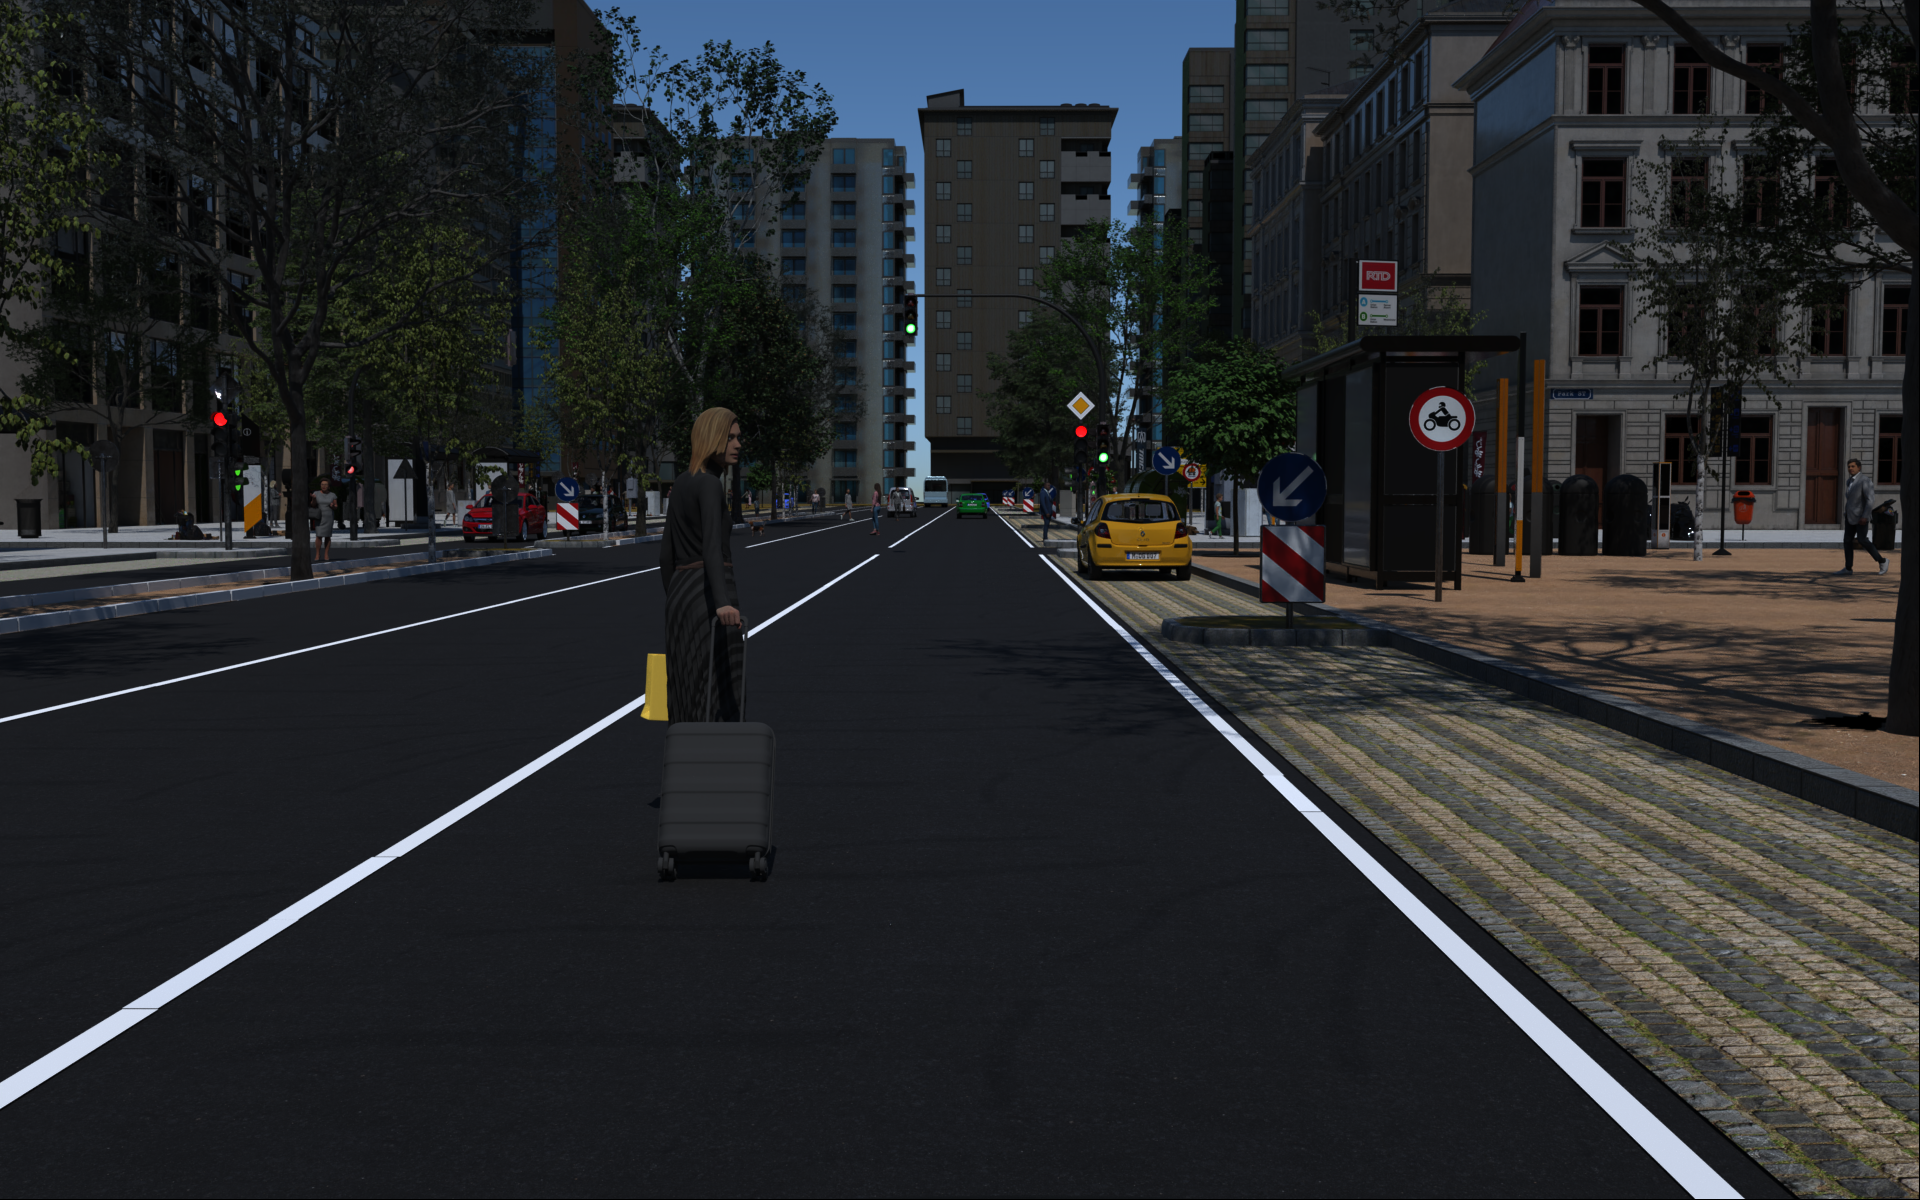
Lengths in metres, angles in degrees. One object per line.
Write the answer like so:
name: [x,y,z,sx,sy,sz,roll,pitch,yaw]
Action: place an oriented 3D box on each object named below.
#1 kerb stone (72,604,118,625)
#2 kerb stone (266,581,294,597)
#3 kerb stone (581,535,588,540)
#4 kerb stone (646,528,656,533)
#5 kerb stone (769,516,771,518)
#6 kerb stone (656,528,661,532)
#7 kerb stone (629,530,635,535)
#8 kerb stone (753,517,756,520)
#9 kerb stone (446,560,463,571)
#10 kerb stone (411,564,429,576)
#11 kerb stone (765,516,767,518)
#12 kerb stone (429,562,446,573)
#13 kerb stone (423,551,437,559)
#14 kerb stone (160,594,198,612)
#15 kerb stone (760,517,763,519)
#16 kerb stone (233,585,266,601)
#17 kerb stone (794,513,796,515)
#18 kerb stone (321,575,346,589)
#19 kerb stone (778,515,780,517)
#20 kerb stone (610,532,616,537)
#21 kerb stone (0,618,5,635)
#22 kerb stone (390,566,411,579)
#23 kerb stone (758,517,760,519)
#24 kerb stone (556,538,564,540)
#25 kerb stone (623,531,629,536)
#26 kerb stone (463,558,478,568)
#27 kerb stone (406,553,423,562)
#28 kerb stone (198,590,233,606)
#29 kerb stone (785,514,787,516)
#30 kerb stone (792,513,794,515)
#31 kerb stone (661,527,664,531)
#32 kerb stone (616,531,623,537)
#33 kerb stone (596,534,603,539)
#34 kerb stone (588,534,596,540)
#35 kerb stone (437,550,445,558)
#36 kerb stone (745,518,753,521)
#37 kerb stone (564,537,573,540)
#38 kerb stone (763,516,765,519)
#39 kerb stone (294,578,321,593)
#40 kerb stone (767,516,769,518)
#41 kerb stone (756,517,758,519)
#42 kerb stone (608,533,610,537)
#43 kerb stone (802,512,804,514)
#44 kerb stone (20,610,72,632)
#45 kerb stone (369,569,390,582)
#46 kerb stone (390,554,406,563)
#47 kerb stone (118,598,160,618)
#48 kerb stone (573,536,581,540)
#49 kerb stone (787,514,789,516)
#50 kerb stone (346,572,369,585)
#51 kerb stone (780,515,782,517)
kerb stone: [-9.799,0.172,19.462,0.120,0.150,1.000,0,4,1]
kerb stone: [-9.749,-0.145,24.592,0.120,0.150,1.000,0,4,1]
kerb stone: [-11.584,-1.870,52.823,0.120,0.150,1.000,0,4,1]
kerb stone: [-11.484,-2.564,64.121,0.120,0.150,1.000,0,4,1]
kerb stone: [-11.155,-4.759,100.011,0.120,0.150,1.000,0,4,1]
kerb stone: [-11.475,-2.626,65.147,0.120,0.150,1.000,0,4,1]
kerb stone: [-11.518,-2.312,60.011,0.120,0.150,1.000,0,4,1]
kerb stone: [-11.218,-4.320,92.832,0.120,0.150,1.000,0,4,1]
kerb stone: [-9.667,-0.649,32.806,0.120,0.150,1.000,0,4,1]
kerb stone: [-9.693,-0.522,30.756,0.120,0.150,1.000,0,4,1]
kerb stone: [-11.170,-4.628,97.965,0.120,0.150,1.000,0,4,1]
kerb stone: [-9.682,-0.586,31.778,0.120,0.150,1.000,0,4,1]
kerb stone: [-11.728,-0.964,37.951,0.120,0.150,1.000,0,4,1]
kerb stone: [-9.776,0.042,21.510,0.120,0.150,1.000,0,4,1]
kerb stone: [-11.189,-4.508,95.904,0.120,0.150,1.000,0,4,1]
kerb stone: [-9.751,-0.079,23.566,0.120,0.150,1.000,0,4,1]
kerb stone: [-11.024,-5.569,113.355,0.120,0.150,1.000,0,4,1]
kerb stone: [-9.727,-0.272,26.646,0.120,0.150,1.000,0,4,1]
kerb stone: [-11.117,-5.006,104.111,0.120,0.150,1.000,0,4,1]
kerb stone: [-11.551,-2.124,56.924,0.120,0.150,1.000,0,4,1]
kerb stone: [-9.814,0.292,17.418,0.120,0.150,1.000,0,4,1]
kerb stone: [-9.696,-0.457,29.729,0.120,0.150,1.000,0,4,1]
kerb stone: [-11.191,-4.446,94.881,0.120,0.150,1.000,0,4,1]
kerb stone: [-11.613,-1.684,49.744,0.120,0.150,1.000,0,4,1]
kerb stone: [-11.527,-2.250,58.989,0.120,0.150,1.000,0,4,1]
kerb stone: [-9.664,-0.710,33.828,0.120,0.150,1.000,0,4,1]
kerb stone: [-11.732,-0.901,36.920,0.120,0.150,1.000,0,4,1]
kerb stone: [-9.768,-0.021,22.534,0.120,0.150,1.000,0,4,1]
kerb stone: [-11.073,-5.256,108.221,0.120,0.150,1.000,0,4,1]
kerb stone: [-11.032,-5.513,112.326,0.120,0.150,1.000,0,4,1]
kerb stone: [-11.467,-2.682,66.170,0.120,0.150,1.000,0,4,1]
kerb stone: [-11.539,-2.186,57.963,0.120,0.150,1.000,0,4,1]
kerb stone: [-11.571,-1.999,54.874,0.120,0.150,1.000,0,4,1]
kerb stone: [-11.571,-1.936,53.851,0.120,0.150,1.000,0,4,1]
kerb stone: [-11.709,-1.026,38.973,0.120,0.150,1.000,0,4,1]
kerb stone: [-11.230,-4.254,91.804,0.120,0.150,1.000,0,4,1]
kerb stone: [-11.605,-1.748,50.769,0.120,0.150,1.000,0,4,1]
kerb stone: [-11.175,-4.568,96.929,0.120,0.150,1.000,0,4,1]
kerb stone: [-9.741,-0.208,25.625,0.120,0.150,1.000,0,4,1]
kerb stone: [-11.159,-4.697,98.989,0.120,0.150,1.000,0,4,1]
kerb stone: [-11.206,-4.383,93.854,0.120,0.150,1.000,0,4,1]
kerb stone: [-11.551,-2.061,55.896,0.120,0.150,1.000,0,4,1]
kerb stone: [-10.980,-5.885,118.476,0.120,0.150,1.000,0,4,1]
kerb stone: [-9.801,0.230,18.440,0.120,0.150,1.000,0,4,1]
kerb stone: [-9.715,-0.398,28.702,0.120,0.150,1.000,0,4,1]
kerb stone: [-11.751,-0.836,35.891,0.120,0.150,1.000,0,4,1]
kerb stone: [-9.790,0.104,20.488,0.120,0.150,1.000,0,4,1]
kerb stone: [-11.597,-1.810,51.794,0.120,0.150,1.000,0,4,1]
kerb stone: [-11.074,-5.324,109.246,0.120,0.150,1.000,0,4,1]
kerb stone: [-9.713,-0.335,27.671,0.120,0.150,1.000,0,4,1]
kerb stone: [-11.082,-5.199,107.196,0.120,0.150,1.000,0,4,1]
